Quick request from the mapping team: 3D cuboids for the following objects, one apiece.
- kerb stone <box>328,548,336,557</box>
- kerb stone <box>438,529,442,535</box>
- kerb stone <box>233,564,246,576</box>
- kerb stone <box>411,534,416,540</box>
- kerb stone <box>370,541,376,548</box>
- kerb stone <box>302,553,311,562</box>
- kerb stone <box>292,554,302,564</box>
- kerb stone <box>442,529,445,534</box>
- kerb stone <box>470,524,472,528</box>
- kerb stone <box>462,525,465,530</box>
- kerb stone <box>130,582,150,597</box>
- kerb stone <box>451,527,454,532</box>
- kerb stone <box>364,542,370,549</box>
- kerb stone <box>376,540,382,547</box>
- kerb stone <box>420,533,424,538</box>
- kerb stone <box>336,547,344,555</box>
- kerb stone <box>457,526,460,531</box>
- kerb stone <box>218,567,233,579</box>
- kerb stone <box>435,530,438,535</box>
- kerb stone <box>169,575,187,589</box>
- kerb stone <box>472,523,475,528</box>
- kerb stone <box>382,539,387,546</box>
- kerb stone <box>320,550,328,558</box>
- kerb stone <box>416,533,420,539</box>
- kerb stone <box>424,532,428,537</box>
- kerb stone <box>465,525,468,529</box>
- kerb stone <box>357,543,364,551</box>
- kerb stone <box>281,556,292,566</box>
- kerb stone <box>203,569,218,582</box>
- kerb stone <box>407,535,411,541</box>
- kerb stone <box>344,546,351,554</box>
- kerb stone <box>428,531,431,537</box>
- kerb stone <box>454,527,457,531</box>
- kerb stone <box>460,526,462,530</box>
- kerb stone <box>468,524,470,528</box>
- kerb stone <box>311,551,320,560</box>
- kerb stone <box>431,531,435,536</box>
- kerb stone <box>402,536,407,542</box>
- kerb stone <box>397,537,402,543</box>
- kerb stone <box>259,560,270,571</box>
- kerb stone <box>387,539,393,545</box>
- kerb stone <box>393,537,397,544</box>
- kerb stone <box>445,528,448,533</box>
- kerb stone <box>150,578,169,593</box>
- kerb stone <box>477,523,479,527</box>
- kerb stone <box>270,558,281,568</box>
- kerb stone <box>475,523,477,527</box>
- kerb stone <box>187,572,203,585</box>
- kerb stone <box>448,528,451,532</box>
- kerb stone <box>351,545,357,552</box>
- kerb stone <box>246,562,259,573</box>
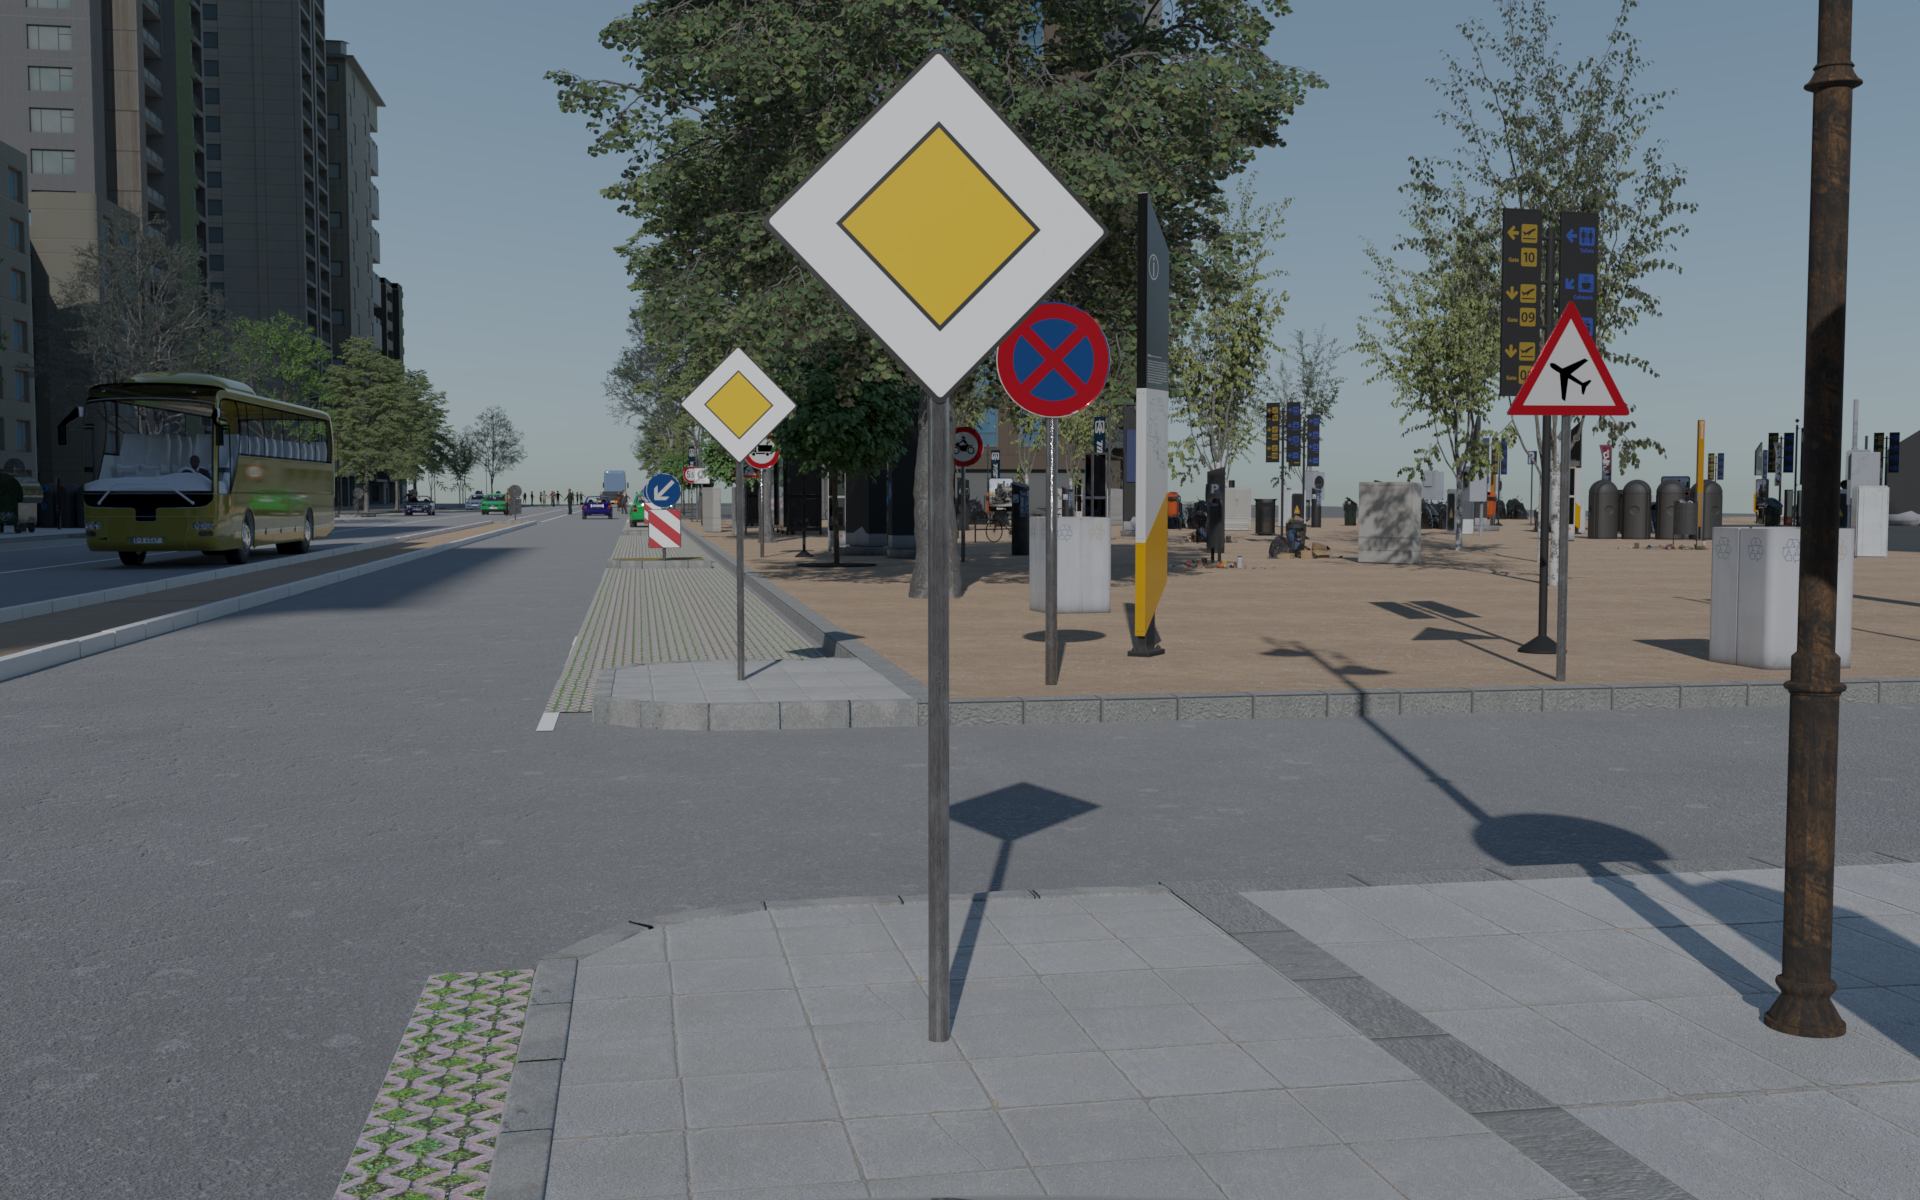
[{"bbox_3d":[-14.420,-1.055,39.445,0.120,0.150,1.000,-1,4,-10],"label":"kerb stone"},{"bbox_3d":[-18.346,-2.350,60.615,0.120,0.150,1.000,-1,4,-10],"label":"kerb stone"},{"bbox_3d":[-12.735,-0.499,30.354,0.120,0.150,1.000,-1,4,-10],"label":"kerb stone"},{"bbox_3d":[-17.035,-1.918,53.559,0.120,0.150,1.000,-1,4,-10],"label":"kerb stone"},{"bbox_3d":[-15.544,-1.423,45.486,0.120,0.150,1.000,-1,4,-10],"label":"kerb stone"},{"bbox_3d":[-13.857,-0.870,36.423,0.120,0.150,1.000,-1,4,-10],"label":"kerb stone"},{"bbox_3d":[-13.670,-0.807,35.407,0.120,0.150,1.000,-1,4,-10],"label":"kerb stone"},{"bbox_3d":[-18.540,-2.406,61.619,0.120,0.150,1.000,-1,4,-10],"label":"kerb stone"},{"bbox_3d":[-20.412,-3.029,71.725,0.120,0.150,1.000,-1,4,-10],"label":"kerb stone"},{"bbox_3d":[-19.847,-2.839,68.692,0.120,0.150,1.000,-1,4,-10],"label":"kerb stone"},{"bbox_3d":[-11.613,-0.129,24.309,0.120,0.150,1.000,-1,4,-10],"label":"kerb stone"},{"bbox_3d":[-19.098,-2.593,64.657,0.120,0.150,1.000,-1,4,-10],"label":"kerb stone"},{"bbox_3d":[-15.353,-1.361,44.482,0.120,0.150,1.000,-1,4,-10],"label":"kerb stone"},{"bbox_3d":[-15.725,-1.486,46.496,0.120,0.150,1.000,-1,4,-10],"label":"kerb stone"},{"bbox_3d":[-17.416,-2.042,55.576,0.120,0.150,1.000,-1,4,-10],"label":"kerb stone"},{"bbox_3d":[-14.594,-1.117,40.452,0.120,0.150,1.000,-1,4,-10],"label":"kerb stone"},{"bbox_3d":[-19.472,-2.720,66.672,0.120,0.150,1.000,-1,4,-10],"label":"kerb stone"},{"bbox_3d":[-12.546,-0.437,29.343,0.120,0.150,1.000,-1,4,-10],"label":"kerb stone"},{"bbox_3d":[-18.170,-2.287,59.608,0.120,0.150,1.000,-1,4,-10],"label":"kerb stone"},{"bbox_3d":[-11.982,-0.252,26.322,0.120,0.150,1.000,-1,4,-10],"label":"kerb stone"},{"bbox_3d":[-20.590,-3.089,72.735,0.120,0.150,1.000,-1,4,-10],"label":"kerb stone"},{"bbox_3d":[-15.919,-1.548,47.512,0.120,0.150,1.000,-1,4,-10],"label":"kerb stone"},{"bbox_3d":[-14.230,-0.993,38.432,0.120,0.150,1.000,-1,4,-10],"label":"kerb stone"},{"bbox_3d":[-17.215,-1.980,54.568,0.120,0.150,1.000,-1,4,-10],"label":"kerb stone"},{"bbox_3d":[-17.599,-2.100,56.582,0.120,0.150,1.000,-1,4,-10],"label":"kerb stone"},{"bbox_3d":[-20.030,-2.906,69.702,0.120,0.150,1.000,-1,4,-10],"label":"kerb stone"},{"bbox_3d":[-15.159,-1.298,43.478,0.120,0.150,1.000,-1,4,-10],"label":"kerb stone"},{"bbox_3d":[-13.487,-0.744,34.398,0.120,0.150,1.000,-1,4,-10],"label":"kerb stone"},{"bbox_3d":[-12.368,-0.376,28.337,0.120,0.150,1.000,-1,4,-10],"label":"kerb stone"},{"bbox_3d":[-16.857,-1.850,52.553,0.120,0.150,1.000,-1,4,-10],"label":"kerb stone"},{"bbox_3d":[-14.795,-1.174,41.461,0.120,0.150,1.000,-1,4,-10],"label":"kerb stone"},{"bbox_3d":[-17.787,-2.161,57.587,0.120,0.150,1.000,-1,4,-10],"label":"kerb stone"},{"bbox_3d":[-19.288,-2.658,65.667,0.120,0.150,1.000,-1,4,-10],"label":"kerb stone"},{"bbox_3d":[-19.656,-2.782,67.681,0.120,0.150,1.000,-1,4,-10],"label":"kerb stone"},{"bbox_3d":[-20.230,-2.968,70.717,0.120,0.150,1.000,-1,4,-10],"label":"kerb stone"},{"bbox_3d":[-14.039,-0.932,37.428,0.120,0.150,1.000,-1,4,-10],"label":"kerb stone"},{"bbox_3d":[-17.972,-2.225,58.599,0.120,0.150,1.000,-1,4,-10],"label":"kerb stone"},{"bbox_3d":[-16.666,-1.793,51.532,0.120,0.150,1.000,-1,4,-10],"label":"kerb stone"},{"bbox_3d":[-16.473,-1.723,50.529,0.120,0.150,1.000,-1,4,-10],"label":"kerb stone"},{"bbox_3d":[-13.105,-0.621,32.370,0.120,0.150,1.000,-1,4,-10],"label":"kerb stone"},{"bbox_3d":[-16.101,-1.610,48.517,0.120,0.150,1.000,-1,4,-10],"label":"kerb stone"},{"bbox_3d":[-16.290,-1.667,49.523,0.120,0.150,1.000,-1,4,-10],"label":"kerb stone"},{"bbox_3d":[-18.720,-2.473,62.637,0.120,0.150,1.000,-1,4,-10],"label":"kerb stone"},{"bbox_3d":[-11.800,-0.185,25.315,0.120,0.150,1.000,-1,4,-10],"label":"kerb stone"},{"bbox_3d":[-20.969,-3.211,74.750,0.120,0.150,1.000,-1,4,-10],"label":"kerb stone"},{"bbox_3d":[-13.302,-0.684,33.387,0.120,0.150,1.000,-1,4,-10],"label":"kerb stone"},{"bbox_3d":[-20.781,-3.153,73.745,0.120,0.150,1.000,-1,4,-10],"label":"kerb stone"},{"bbox_3d":[-12.170,-0.314,27.326,0.120,0.150,1.000,-1,4,-10],"label":"kerb stone"},{"bbox_3d":[-18.914,-2.535,63.640,0.120,0.150,1.000,-1,4,-10],"label":"kerb stone"},{"bbox_3d":[-14.985,-1.240,42.471,0.120,0.150,1.000,-1,4,-10],"label":"kerb stone"},{"bbox_3d":[-12.920,-0.560,31.359,0.120,0.150,1.000,-1,4,-10],"label":"kerb stone"}]
